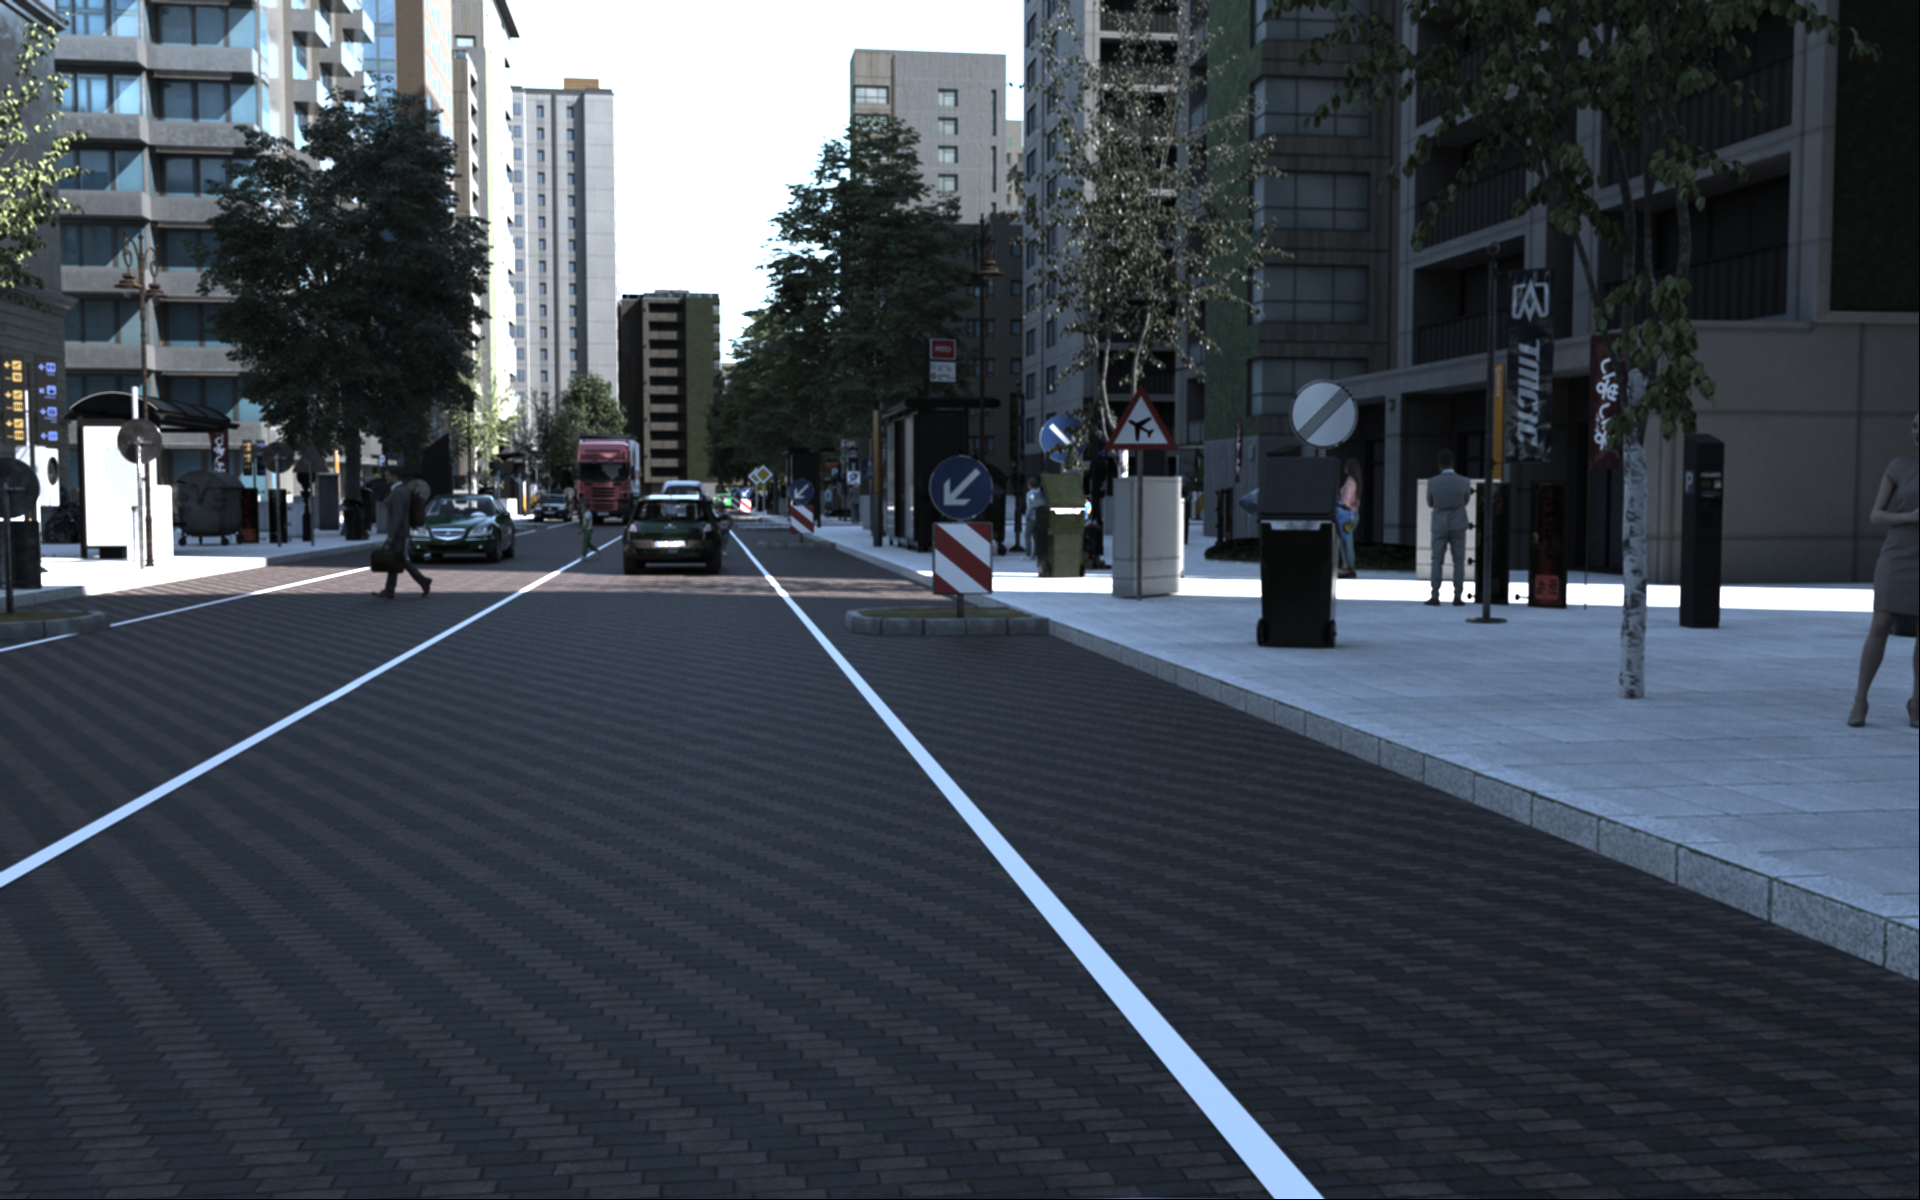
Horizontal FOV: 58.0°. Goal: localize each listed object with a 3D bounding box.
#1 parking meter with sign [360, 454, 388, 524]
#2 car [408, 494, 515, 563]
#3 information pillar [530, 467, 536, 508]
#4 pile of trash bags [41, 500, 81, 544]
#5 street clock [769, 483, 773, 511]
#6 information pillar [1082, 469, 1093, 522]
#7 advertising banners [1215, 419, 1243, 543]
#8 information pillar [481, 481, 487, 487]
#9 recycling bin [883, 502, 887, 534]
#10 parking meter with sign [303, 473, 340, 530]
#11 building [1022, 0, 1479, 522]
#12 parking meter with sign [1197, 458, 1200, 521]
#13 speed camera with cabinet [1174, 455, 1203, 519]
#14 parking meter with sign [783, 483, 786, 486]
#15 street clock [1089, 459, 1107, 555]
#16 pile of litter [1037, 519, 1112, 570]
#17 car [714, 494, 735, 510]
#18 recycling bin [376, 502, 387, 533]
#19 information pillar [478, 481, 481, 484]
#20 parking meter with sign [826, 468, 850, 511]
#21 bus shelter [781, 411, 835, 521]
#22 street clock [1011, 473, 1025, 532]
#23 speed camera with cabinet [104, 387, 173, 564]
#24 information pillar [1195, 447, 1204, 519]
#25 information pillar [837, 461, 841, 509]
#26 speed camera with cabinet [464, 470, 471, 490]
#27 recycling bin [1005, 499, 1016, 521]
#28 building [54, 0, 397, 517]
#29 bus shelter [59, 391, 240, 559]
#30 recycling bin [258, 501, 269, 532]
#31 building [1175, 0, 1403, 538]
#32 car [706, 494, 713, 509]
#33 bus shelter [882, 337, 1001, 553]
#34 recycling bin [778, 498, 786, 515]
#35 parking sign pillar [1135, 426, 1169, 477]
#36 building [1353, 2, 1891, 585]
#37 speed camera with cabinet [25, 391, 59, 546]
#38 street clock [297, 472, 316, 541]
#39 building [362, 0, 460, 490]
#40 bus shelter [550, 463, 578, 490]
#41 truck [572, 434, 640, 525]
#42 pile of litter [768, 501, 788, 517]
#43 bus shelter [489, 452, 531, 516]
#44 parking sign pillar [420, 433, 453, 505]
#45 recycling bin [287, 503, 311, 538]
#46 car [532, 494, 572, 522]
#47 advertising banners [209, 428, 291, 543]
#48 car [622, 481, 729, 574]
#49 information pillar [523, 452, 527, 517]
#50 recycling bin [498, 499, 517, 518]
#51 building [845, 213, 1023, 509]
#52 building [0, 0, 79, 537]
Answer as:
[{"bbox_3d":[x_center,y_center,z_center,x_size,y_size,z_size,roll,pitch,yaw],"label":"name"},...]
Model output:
[{"bbox_3d":[-25.713,-4.822,75.103,0.543,3.016,1.738,3,4,38],"label":"parking meter with sign"},{"bbox_3d":[-10.790,-1.582,37.667,2.131,1.459,4.920,-1,4,-8],"label":"car"},{"bbox_3d":[-35.626,-9.368,144.528,0.504,3.616,0.183,1,4,13],"label":"information pillar"},{"bbox_3d":[-22.976,-2.232,46.254,1.912,1.369,3.447,0,4,-3],"label":"pile of trash bags"},{"bbox_3d":[-12.030,-6.487,110.640,0.358,2.002,0.471,-1,4,-13],"label":"street clock"},{"bbox_3d":[3.740,-2.819,50.590,0.304,2.012,0.304,1,4,23],"label":"information pillar"},{"bbox_3d":[6.433,-2.766,41.405,0.090,3.025,2.074,0,4,-7],"label":"advertising banners"},{"bbox_3d":[-26.588,-5.673,97.242,0.304,2.012,0.304,-1,4,-12],"label":"information pillar"},{"bbox_3d":[-2.291,-2.686,56.470,0.722,1.027,0.722,3,4,37],"label":"recycling bin"},{"bbox_3d":[-22.522,-4.009,61.815,1.738,3.016,0.543,-1,4,-16],"label":"parking meter with sign"},{"bbox_3d":[15.537,-40.443,99.497,20.611,71.187,20.563,-1,4,-9],"label":"building"},{"bbox_3d":[12.210,-5.296,82.851,1.738,3.016,0.543,1,4,14],"label":"parking meter with sign"},{"bbox_3d":[11.690,-5.703,87.582,2.038,3.252,0.660,0,4,6],"label":"speed camera with cabinet"},{"bbox_3d":[-11.488,-7.287,115.409,0.543,3.016,1.738,-1,4,-17],"label":"parking meter with sign"},{"bbox_3d":[2.889,-1.938,36.251,0.358,2.002,0.471,-1,4,-16],"label":"street clock"},{"bbox_3d":[2.001,-0.976,29.924,1.176,0.858,1.719,-1,4,-18],"label":"pile of litter"},{"bbox_3d":[-21.239,-9.027,156.388,1.959,1.807,4.718,-1,4,-10],"label":"car"},{"bbox_3d":[-18.822,-2.726,57.130,0.722,1.027,0.722,-1,4,-8],"label":"recycling bin"},{"bbox_3d":[-27.966,-5.899,100.939,0.304,2.012,0.304,0,4,8],"label":"information pillar"},{"bbox_3d":[-8.994,-8.050,127.881,1.738,3.016,0.543,0,4,-6],"label":"parking meter with sign"},{"bbox_3d":[-7.229,-6.342,81.318,2.179,5.291,8.768,-1,4,-9],"label":"bus shelter"},{"bbox_3d":[1.952,-3.277,58.153,0.358,2.002,0.471,-2,4,-35],"label":"street clock"},{"bbox_3d":[-15.477,-2.342,32.631,0.660,3.252,2.038,0,4,-8],"label":"speed camera with cabinet"},{"bbox_3d":[11.991,-5.838,86.799,0.504,3.616,0.183,-2,4,-30],"label":"information pillar"},{"bbox_3d":[-8.544,-8.019,122.469,0.183,3.616,0.504,1,4,22],"label":"information pillar"},{"bbox_3d":[-41.275,-9.219,145.059,0.660,3.252,2.038,-1,4,-21],"label":"speed camera with cabinet"},{"bbox_3d":[2.348,-4.383,84.224,0.722,1.027,0.722,2,4,27],"label":"recycling bin"},{"bbox_3d":[-44.473,-28.959,93.082,23.786,49.044,30.456,-1,4,-9],"label":"building"},{"bbox_3d":[-17.019,-2.619,36.745,2.014,3.302,5.546,-1,4,-9],"label":"bus shelter"},{"bbox_3d":[-23.757,-2.846,59.083,0.722,1.027,0.722,1,4,13],"label":"recycling bin"},{"bbox_3d":[14.064,-22.655,54.008,14.154,41.232,14.086,-1,4,-9],"label":"building"},{"bbox_3d":[-19.299,-7.312,128.349,1.959,1.807,4.718,-1,4,-10],"label":"car"},{"bbox_3d":[-0.771,-3.941,42.071,2.179,5.291,8.768,-1,4,-9],"label":"bus shelter"},{"bbox_3d":[-11.120,-5.810,107.549,0.722,1.027,0.722,0,4,-4],"label":"recycling bin"},{"bbox_3d":[7.679,-4.945,69.325,1.447,3.967,1.447,2,4,32],"label":"parking sign pillar"},{"bbox_3d":[19.338,-36.089,28.300,20.563,71.187,20.611,-1,4,-9],"label":"building"},{"bbox_3d":[-17.478,-2.325,32.358,0.660,3.252,2.038,-1,4,-9],"label":"speed camera with cabinet"},{"bbox_3d":[-17.722,-2.594,46.986,0.471,2.002,0.358,2,4,24],"label":"street clock"},{"bbox_3d":[-44.981,-29.135,126.463,14.600,45.320,14.200,-1,4,-9],"label":"building"},{"bbox_3d":[-30.972,-8.832,135.684,1.731,3.624,6.357,-1,4,-9],"label":"bus shelter"},{"bbox_3d":[-16.941,-5.796,83.683,2.839,4.237,11.283,0,4,-8],"label":"truck"},{"bbox_3d":[-11.580,-5.847,109.564,1.176,0.858,1.719,0,4,-4],"label":"pile of litter"},{"bbox_3d":[-25.761,-6.611,99.379,1.731,3.624,6.357,-1,4,-8],"label":"bus shelter"},{"bbox_3d":[-23.131,-5.386,76.533,1.447,3.967,1.447,0,4,8],"label":"parking sign pillar"},{"bbox_3d":[-19.477,-2.340,50.814,0.722,1.027,0.722,-2,4,-29],"label":"recycling bin"},{"bbox_3d":[-21.155,-4.908,90.035,2.009,1.686,4.222,-1,4,-8],"label":"car"},{"bbox_3d":[-18.620,-3.008,45.369,2.074,3.025,0.090,0,4,-2],"label":"advertising banners"},{"bbox_3d":[-5.352,-1.387,32.468,2.009,1.686,4.222,0,4,-7],"label":"car"},{"bbox_3d":[-24.233,-6.422,96.352,0.183,3.616,0.504,0,4,-8],"label":"information pillar"},{"bbox_3d":[-24.321,-4.927,93.103,0.722,1.027,0.722,2,4,26],"label":"recycling bin"},{"bbox_3d":[6.593,-17.219,126.576,27.650,21.520,28.899,-1,4,-9],"label":"building"},{"bbox_3d":[-44.047,-13.910,46.506,34.723,24.649,14.460,-1,4,-9],"label":"building"}]
